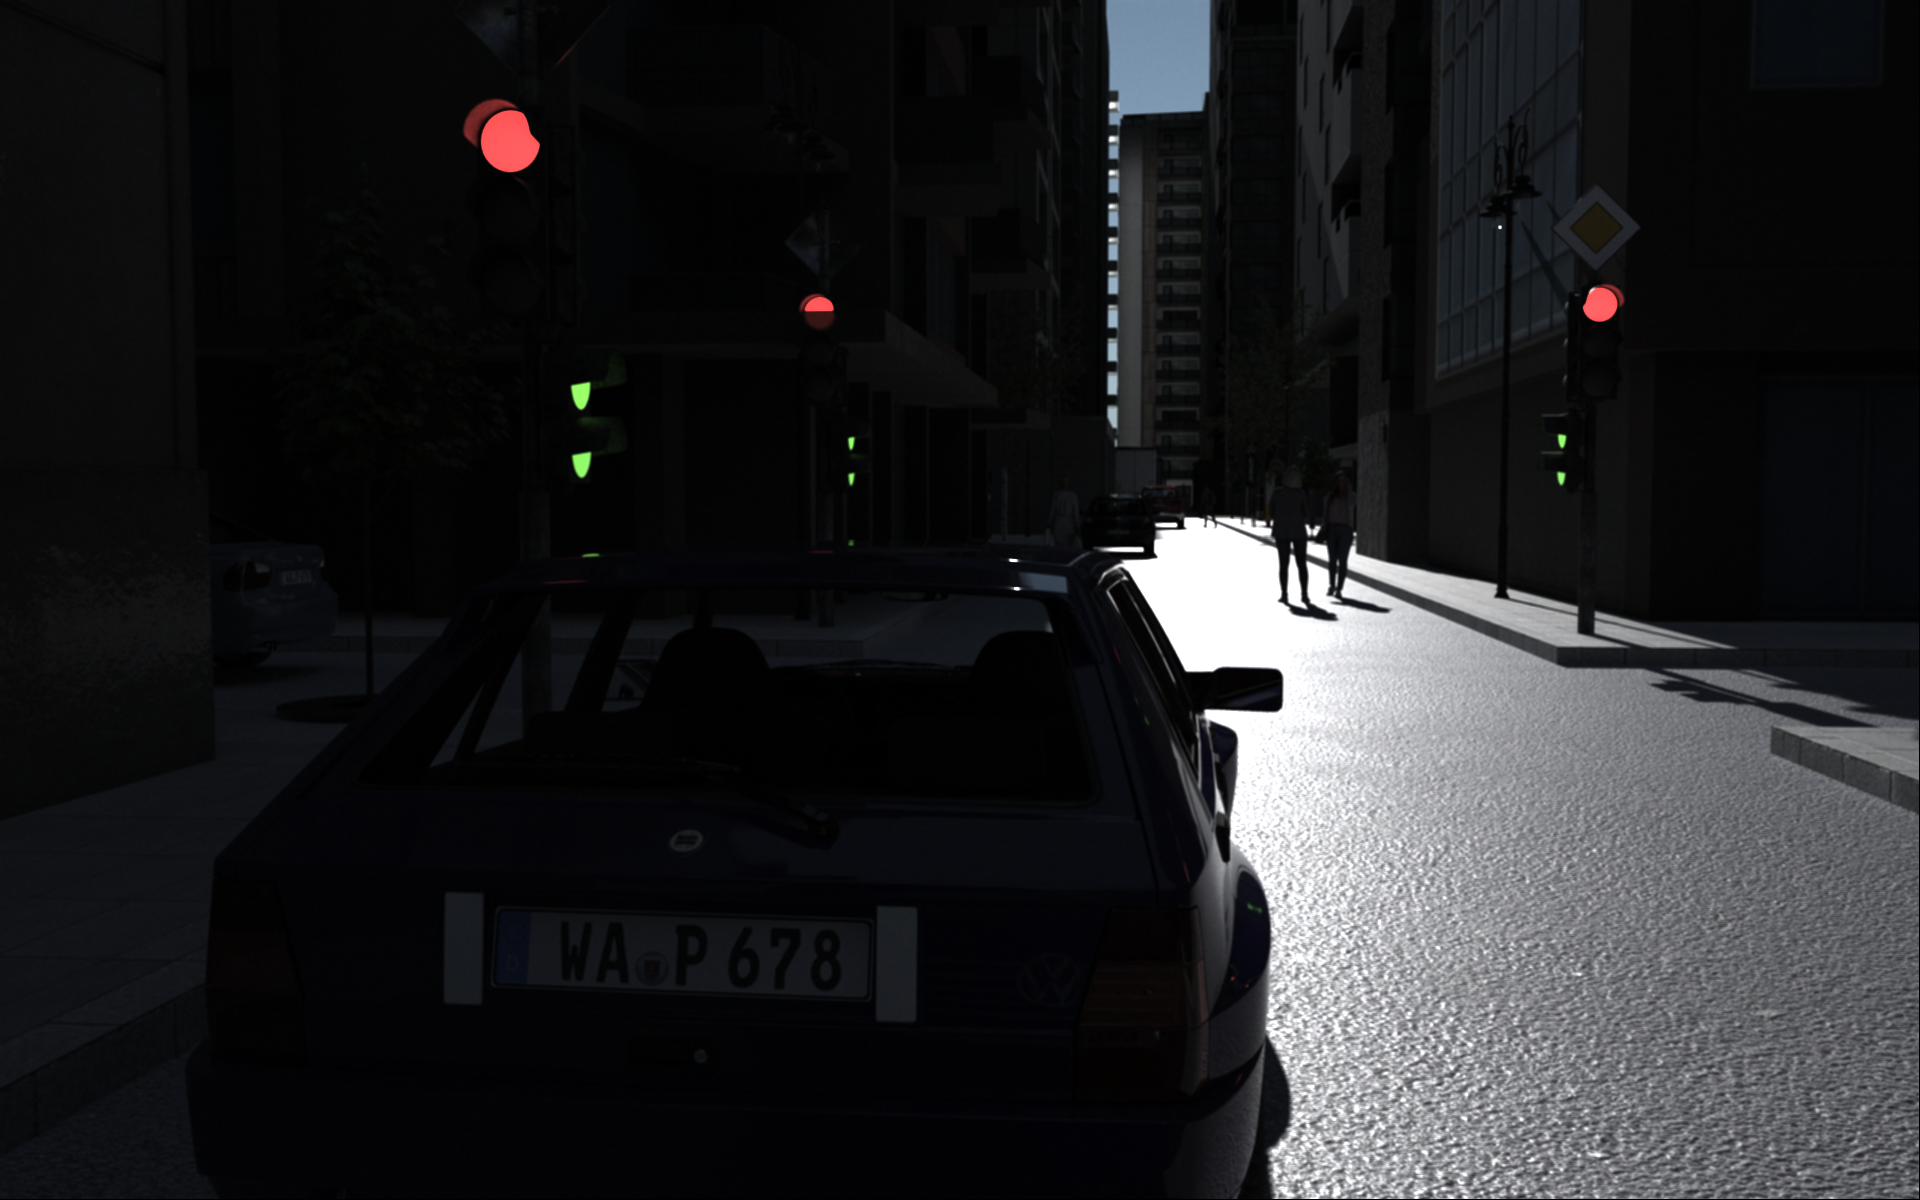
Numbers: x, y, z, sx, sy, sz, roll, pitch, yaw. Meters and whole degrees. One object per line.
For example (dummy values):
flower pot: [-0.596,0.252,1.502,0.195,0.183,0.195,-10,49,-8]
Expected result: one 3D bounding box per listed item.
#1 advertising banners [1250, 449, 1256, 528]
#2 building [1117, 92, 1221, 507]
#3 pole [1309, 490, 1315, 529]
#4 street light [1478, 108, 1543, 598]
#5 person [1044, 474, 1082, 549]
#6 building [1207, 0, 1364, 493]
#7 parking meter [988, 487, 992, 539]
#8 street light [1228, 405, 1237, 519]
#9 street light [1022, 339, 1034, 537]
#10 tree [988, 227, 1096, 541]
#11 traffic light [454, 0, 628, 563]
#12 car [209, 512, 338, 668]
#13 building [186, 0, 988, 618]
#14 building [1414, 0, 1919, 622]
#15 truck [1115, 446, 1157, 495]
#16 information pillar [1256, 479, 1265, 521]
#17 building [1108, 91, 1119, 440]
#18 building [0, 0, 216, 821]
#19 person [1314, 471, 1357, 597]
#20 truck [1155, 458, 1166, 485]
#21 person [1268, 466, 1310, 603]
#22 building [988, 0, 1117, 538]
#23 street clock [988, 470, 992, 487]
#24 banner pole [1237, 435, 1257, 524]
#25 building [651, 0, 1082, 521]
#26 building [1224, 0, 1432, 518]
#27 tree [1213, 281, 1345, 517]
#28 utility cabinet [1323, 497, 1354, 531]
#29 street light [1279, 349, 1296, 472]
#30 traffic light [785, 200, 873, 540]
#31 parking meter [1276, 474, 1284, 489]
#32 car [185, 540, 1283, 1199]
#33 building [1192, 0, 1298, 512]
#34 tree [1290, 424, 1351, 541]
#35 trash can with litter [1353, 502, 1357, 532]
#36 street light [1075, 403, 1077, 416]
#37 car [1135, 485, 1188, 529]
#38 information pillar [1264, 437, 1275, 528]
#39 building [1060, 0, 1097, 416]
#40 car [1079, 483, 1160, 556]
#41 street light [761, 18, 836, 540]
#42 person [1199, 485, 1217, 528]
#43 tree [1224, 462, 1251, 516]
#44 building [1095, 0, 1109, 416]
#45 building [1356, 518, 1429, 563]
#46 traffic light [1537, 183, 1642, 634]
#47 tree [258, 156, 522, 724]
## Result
advertising banners: [11.328,-4.331,66.992,0.090,3.025,2.074,0,4,4]
building: [23.398,-30.362,180.013,14.086,41.232,14.154,0,4,6]
pole: [13.061,-4.300,64.142,0.158,3.312,0.155,0,3,0]
street light: [6.715,-2.966,21.288,0.468,5.910,1.993,0,4,6]
person: [1.799,-1.327,30.551,0.694,1.780,0.624,1,4,10]
building: [35.445,-34.277,149.675,28.713,52.752,27.495,0,4,6]
parking meter: [0.715,-2.514,49.510,0.372,1.533,0.369,0,3,0]
street light: [14.142,-7.159,89.841,0.468,5.910,1.993,0,4,6]
street light: [2.022,-4.823,51.648,0.468,5.910,1.993,0,4,6]
tree: [1.460,-5.932,47.347,4.737,8.622,4.395,0,3,0]
traffic light: [-2.120,-1.206,8.642,0.839,4.253,0.868,0,4,6]
car: [-7.283,-0.102,13.669,4.499,1.417,2.014,0,4,5]
building: [-9.809,-22.986,30.440,22.147,44.769,28.867,0,4,6]
building: [14.290,-22.736,21.844,14.200,45.320,14.600,0,4,6]
truck: [10.857,-7.264,107.681,2.839,4.237,11.283,0,4,6]
information pillar: [14.558,-4.862,83.982,0.304,2.012,0.304,-1,4,-16]
building: [1.733,-34.680,186.625,30.456,49.044,23.786,0,4,6]
building: [-18.523,-10.317,1.974,30.059,22.955,16.112,0,4,6]
person: [5.286,-0.926,24.235,0.593,1.750,0.643,2,4,30]
truck: [14.984,-9.146,138.445,2.839,4.237,11.283,0,4,8]
person: [4.371,-0.876,23.013,0.537,1.800,0.526,2,4,24]
building: [-4.459,-38.240,63.484,20.563,71.187,20.611,0,4,6]
street clock: [0.775,-2.941,52.657,0.358,2.002,0.471,2,4,25]
banner pole: [12.221,-5.111,73.581,0.863,3.779,0.401,2,4,31]
building: [-3.929,-27.632,106.404,22.147,44.769,28.867,0,4,6]
building: [23.936,-20.692,110.011,14.160,30.474,14.107,0,4,6]
tree: [10.929,-6.670,59.419,4.737,8.622,4.395,0,3,0]
utility cabinet: [11.589,-2.561,53.038,1.020,1.237,0.306,-2,4,-33]
street light: [10.476,-5.062,55.552,0.468,5.910,1.993,0,4,6]
traffic light: [-1.272,-1.692,16.582,0.839,4.253,0.868,0,4,6]
parking meter: [9.307,-2.713,50.061,0.255,1.863,0.399,-1,4,-14]
car: [-0.157,0.504,4.333,1.945,1.354,3.894,0,4,8]
building: [27.745,-42.051,125.788,20.563,71.187,20.611,0,4,6]
tree: [9.664,-3.241,47.586,1.663,3.219,1.824,0,3,0]
trash can with litter: [13.072,-2.820,57.495,1.055,1.170,0.624,-1,4,-9]
street light: [5.755,-6.934,86.156,0.468,5.910,1.993,0,4,6]
car: [8.543,-3.978,73.712,2.281,1.827,5.304,0,4,8]
information pillar: [11.831,-4.570,66.067,0.183,3.616,0.504,3,5,44]
building: [2.831,-27.174,127.895,14.154,41.232,14.086,0,4,6]
car: [3.800,-1.943,41.556,2.009,1.686,4.222,0,4,5]
street light: [-1.606,-2.733,17.480,0.468,5.910,1.993,0,4,6]
person: [10.654,-4.029,74.334,0.622,1.834,0.822,-1,4,-23]
tree: [16.746,-6.662,103.530,1.663,3.219,1.824,0,3,0]
building: [6.455,-31.207,160.341,14.200,45.320,14.600,0,4,6]
building: [15.715,-16.265,37.642,14.160,30.474,14.107,0,4,6]
traffic light: [5.751,-1.647,15.851,0.839,4.253,0.868,0,4,6]
tree: [-3.451,-0.939,9.957,1.663,3.219,1.824,0,3,0]
